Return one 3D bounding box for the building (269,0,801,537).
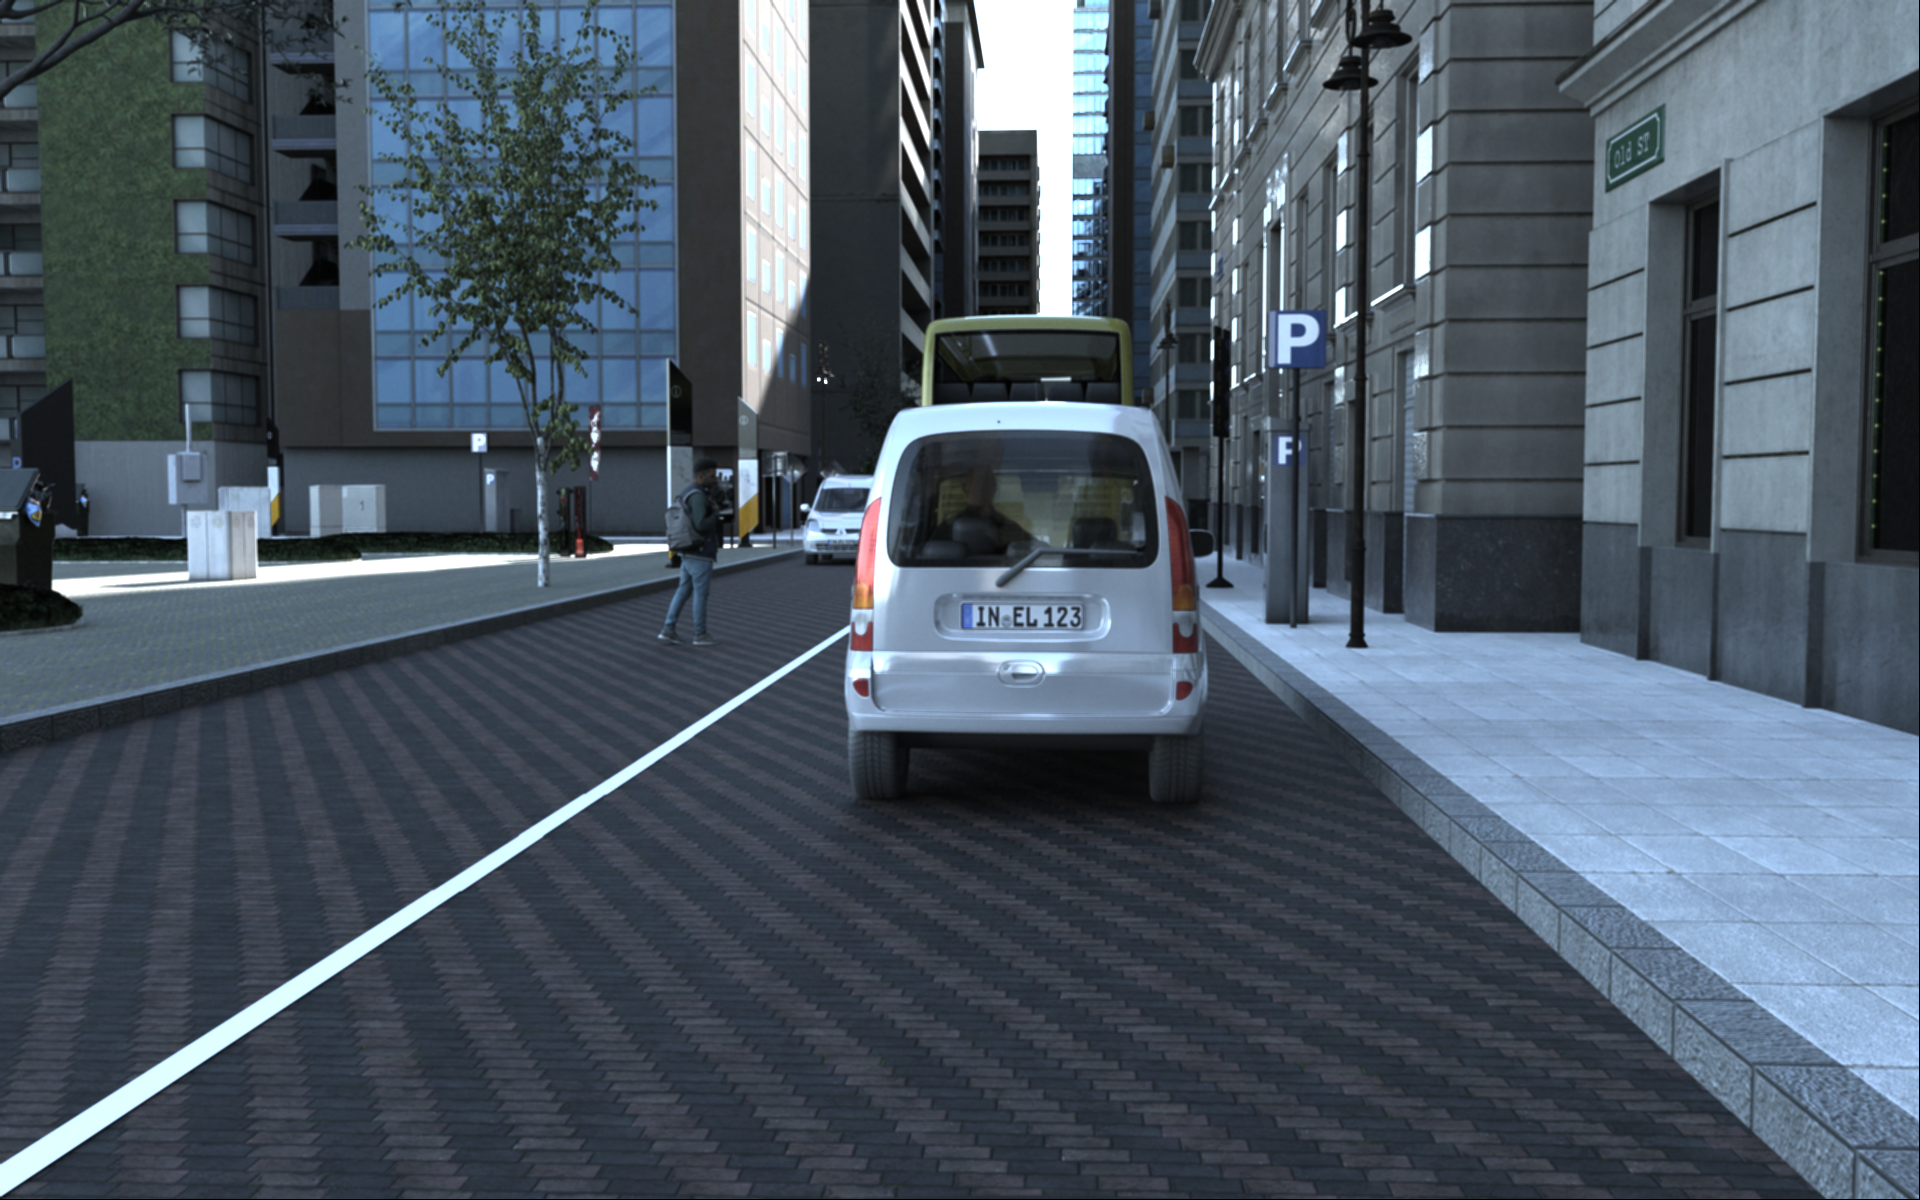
[{"bbox_3d":[-12.879,-24.893,57.111,14.600,45.320,14.200,0,4,3],"label":"building"}]

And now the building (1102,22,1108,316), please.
[{"bbox_3d":[23.796,-30.492,153.163,22.147,44.769,28.867,0,4,3],"label":"building"}]

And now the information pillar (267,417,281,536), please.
[{"bbox_3d":[-20.832,-3.744,52.562,0.504,3.616,0.183,2,4,33],"label":"information pillar"}]

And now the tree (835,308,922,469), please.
[{"bbox_3d":[-3.114,-7.229,68.551,4.360,8.622,3.978,0,3,0],"label":"tree"}]

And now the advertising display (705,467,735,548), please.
[{"bbox_3d":[-5.792,-2.189,41.007,0.974,1.923,0.123,-2,4,-35],"label":"advertising display"}]

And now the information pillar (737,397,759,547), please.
[{"bbox_3d":[-5.119,-3.085,41.802,0.504,3.616,0.183,1,4,10],"label":"information pillar"}]

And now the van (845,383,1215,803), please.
[{"bbox_3d":[0.417,-0.149,9.454,2.013,2.044,4.112,0,4,4],"label":"van"}]

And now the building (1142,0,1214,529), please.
[{"bbox_3d":[19.575,-22.936,66.886,23.993,40.220,32.217,0,4,3],"label":"building"}]

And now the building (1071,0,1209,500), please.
[{"bbox_3d":[25.687,-55.349,217.628,31.000,86.520,22.319,0,4,3],"label":"building"}]

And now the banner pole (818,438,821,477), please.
[{"bbox_3d":[-6.301,-5.365,77.730,0.401,3.779,0.863,-1,4,-10],"label":"banner pole"}]

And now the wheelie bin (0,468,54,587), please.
[{"bbox_3d":[-11.559,-0.815,21.232,0.980,1.594,0.693,1,4,14],"label":"wheelie bin"}]

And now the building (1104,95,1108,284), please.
[{"bbox_3d":[26.560,-34.430,182.532,23.786,49.044,30.456,0,4,3],"label":"building"}]

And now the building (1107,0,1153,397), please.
[{"bbox_3d":[18.325,-29.455,131.703,14.600,45.320,14.200,0,4,3],"label":"building"}]

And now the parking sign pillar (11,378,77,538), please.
[{"bbox_3d":[-21.102,-3.144,39.876,1.447,3.967,1.447,2,4,28],"label":"parking sign pillar"}]

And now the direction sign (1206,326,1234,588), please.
[{"bbox_3d":[3.583,-1.943,23.773,0.379,3.537,0.876,1,4,21],"label":"direction sign"}]

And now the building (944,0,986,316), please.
[{"bbox_3d":[-11.596,-36.469,185.511,27.495,52.752,28.713,0,4,3],"label":"building"}]

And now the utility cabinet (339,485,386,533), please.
[{"bbox_3d":[-14.386,-2.025,41.787,1.173,1.500,0.318,2,4,30],"label":"utility cabinet"}]

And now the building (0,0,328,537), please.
[{"bbox_3d":[-28.873,-22.922,58.373,14.086,41.232,14.154,0,4,3],"label":"building"}]

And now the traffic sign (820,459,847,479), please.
[{"bbox_3d":[-3.650,-2.843,50.129,0.795,2.450,0.064,0,4,3],"label":"traffic sign"}]

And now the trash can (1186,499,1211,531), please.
[{"bbox_3d":[6.904,-2.346,50.017,0.748,1.137,0.748,0,3,0],"label":"trash can"}]

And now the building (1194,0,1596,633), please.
[{"bbox_3d":[10.706,-14.051,27.002,12.463,27.353,25.104,0,4,3],"label":"building"}]

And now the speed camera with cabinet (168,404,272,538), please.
[{"bbox_3d":[-16.526,-2.711,38.667,2.038,3.252,0.660,-3,5,-41],"label":"speed camera with cabinet"}]

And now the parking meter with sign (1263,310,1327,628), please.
[{"bbox_3d":[3.294,-1.289,17.341,0.543,3.016,1.738,0,4,7],"label":"parking meter with sign"}]

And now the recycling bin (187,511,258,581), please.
[{"bbox_3d":[-11.067,-0.822,25.993,0.722,1.027,0.722,1,4,11],"label":"recycling bin"}]

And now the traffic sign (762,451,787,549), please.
[{"bbox_3d":[-4.365,-2.360,40.720,0.606,2.300,0.079,1,4,9],"label":"traffic sign"}]

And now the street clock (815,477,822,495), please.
[{"bbox_3d":[-6.086,-4.309,75.021,0.358,2.002,0.471,0,4,-5],"label":"street clock"}]

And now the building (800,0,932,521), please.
[{"bbox_3d":[-12.854,-28.585,91.060,21.300,48.544,21.600,0,4,3],"label":"building"}]

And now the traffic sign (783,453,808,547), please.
[{"bbox_3d":[-4.094,-2.356,42.156,0.795,2.450,0.064,0,4,3],"label":"traffic sign"}]

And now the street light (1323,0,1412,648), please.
[{"bbox_3d":[3.323,-2.540,14.324,0.468,5.910,1.993,0,4,3],"label":"street light"}]

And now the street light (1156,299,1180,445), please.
[{"bbox_3d":[4.931,-4.186,41.234,0.468,5.910,1.993,0,4,3],"label":"street light"}]

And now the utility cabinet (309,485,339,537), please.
[{"bbox_3d":[-15.630,-2.096,42.954,0.318,1.500,1.173,1,4,17],"label":"utility cabinet"}]

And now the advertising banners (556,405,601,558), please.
[{"bbox_3d":[-7.684,-2.370,34.941,0.090,3.025,2.074,-3,4,-36],"label":"advertising banners"}]

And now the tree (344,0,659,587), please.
[{"bbox_3d":[-5.906,-4.477,23.562,4.737,8.622,4.395,0,3,0],"label":"tree"}]

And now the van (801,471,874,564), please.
[{"bbox_3d":[-2.287,-1.810,36.597,2.013,2.044,4.112,0,4,2],"label":"van"}]

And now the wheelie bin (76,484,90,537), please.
[{"bbox_3d":[-26.539,-2.689,51.874,0.980,1.594,0.693,0,4,2],"label":"wheelie bin"}]

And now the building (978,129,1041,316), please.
[{"bbox_3d":[-0.575,-36.483,220.193,21.600,48.544,21.300,0,4,3],"label":"building"}]

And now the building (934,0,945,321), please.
[{"bbox_3d":[-11.202,-50.566,139.433,22.319,86.520,31.000,0,4,3],"label":"building"}]

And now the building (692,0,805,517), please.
[{"bbox_3d":[-9.130,-28.546,116.844,14.600,45.320,14.200,0,4,3],"label":"building"}]

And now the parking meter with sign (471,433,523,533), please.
[{"bbox_3d":[-13.425,-3.309,50.370,0.543,3.016,1.738,1,4,21],"label":"parking meter with sign"}]

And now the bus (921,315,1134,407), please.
[{"bbox_3d":[1.144,-2.140,26.533,2.896,3.916,12.252,0,4,3],"label":"bus"}]

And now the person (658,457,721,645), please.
[{"bbox_3d":[-2.501,-0.465,16.448,0.721,1.781,0.623,-3,4,-38],"label":"person"}]

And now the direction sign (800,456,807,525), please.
[{"bbox_3d":[-6.509,-4.884,71.850,0.379,3.537,0.876,1,4,16],"label":"direction sign"}]

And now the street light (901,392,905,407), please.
[{"bbox_3d":[-2.569,-6.464,78.471,0.468,5.910,1.993,0,4,3],"label":"street light"}]

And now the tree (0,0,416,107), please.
[{"bbox_3d":[-7.288,-6.135,10.670,12.009,13.543,11.850,0,3,0],"label":"tree"}]

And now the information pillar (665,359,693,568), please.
[{"bbox_3d":[-4.890,-2.375,30.183,0.504,3.616,0.183,-3,5,-44],"label":"information pillar"}]

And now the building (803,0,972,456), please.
[{"bbox_3d":[-6.145,-31.370,163.003,14.600,45.320,14.200,0,4,3],"label":"building"}]

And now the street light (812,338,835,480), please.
[{"bbox_3d":[-4.048,-4.818,51.554,0.468,5.910,1.993,0,4,3],"label":"street light"}]

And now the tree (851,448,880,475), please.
[{"bbox_3d":[-3.860,-4.798,73.042,1.663,3.219,1.824,0,3,0],"label":"tree"}]
